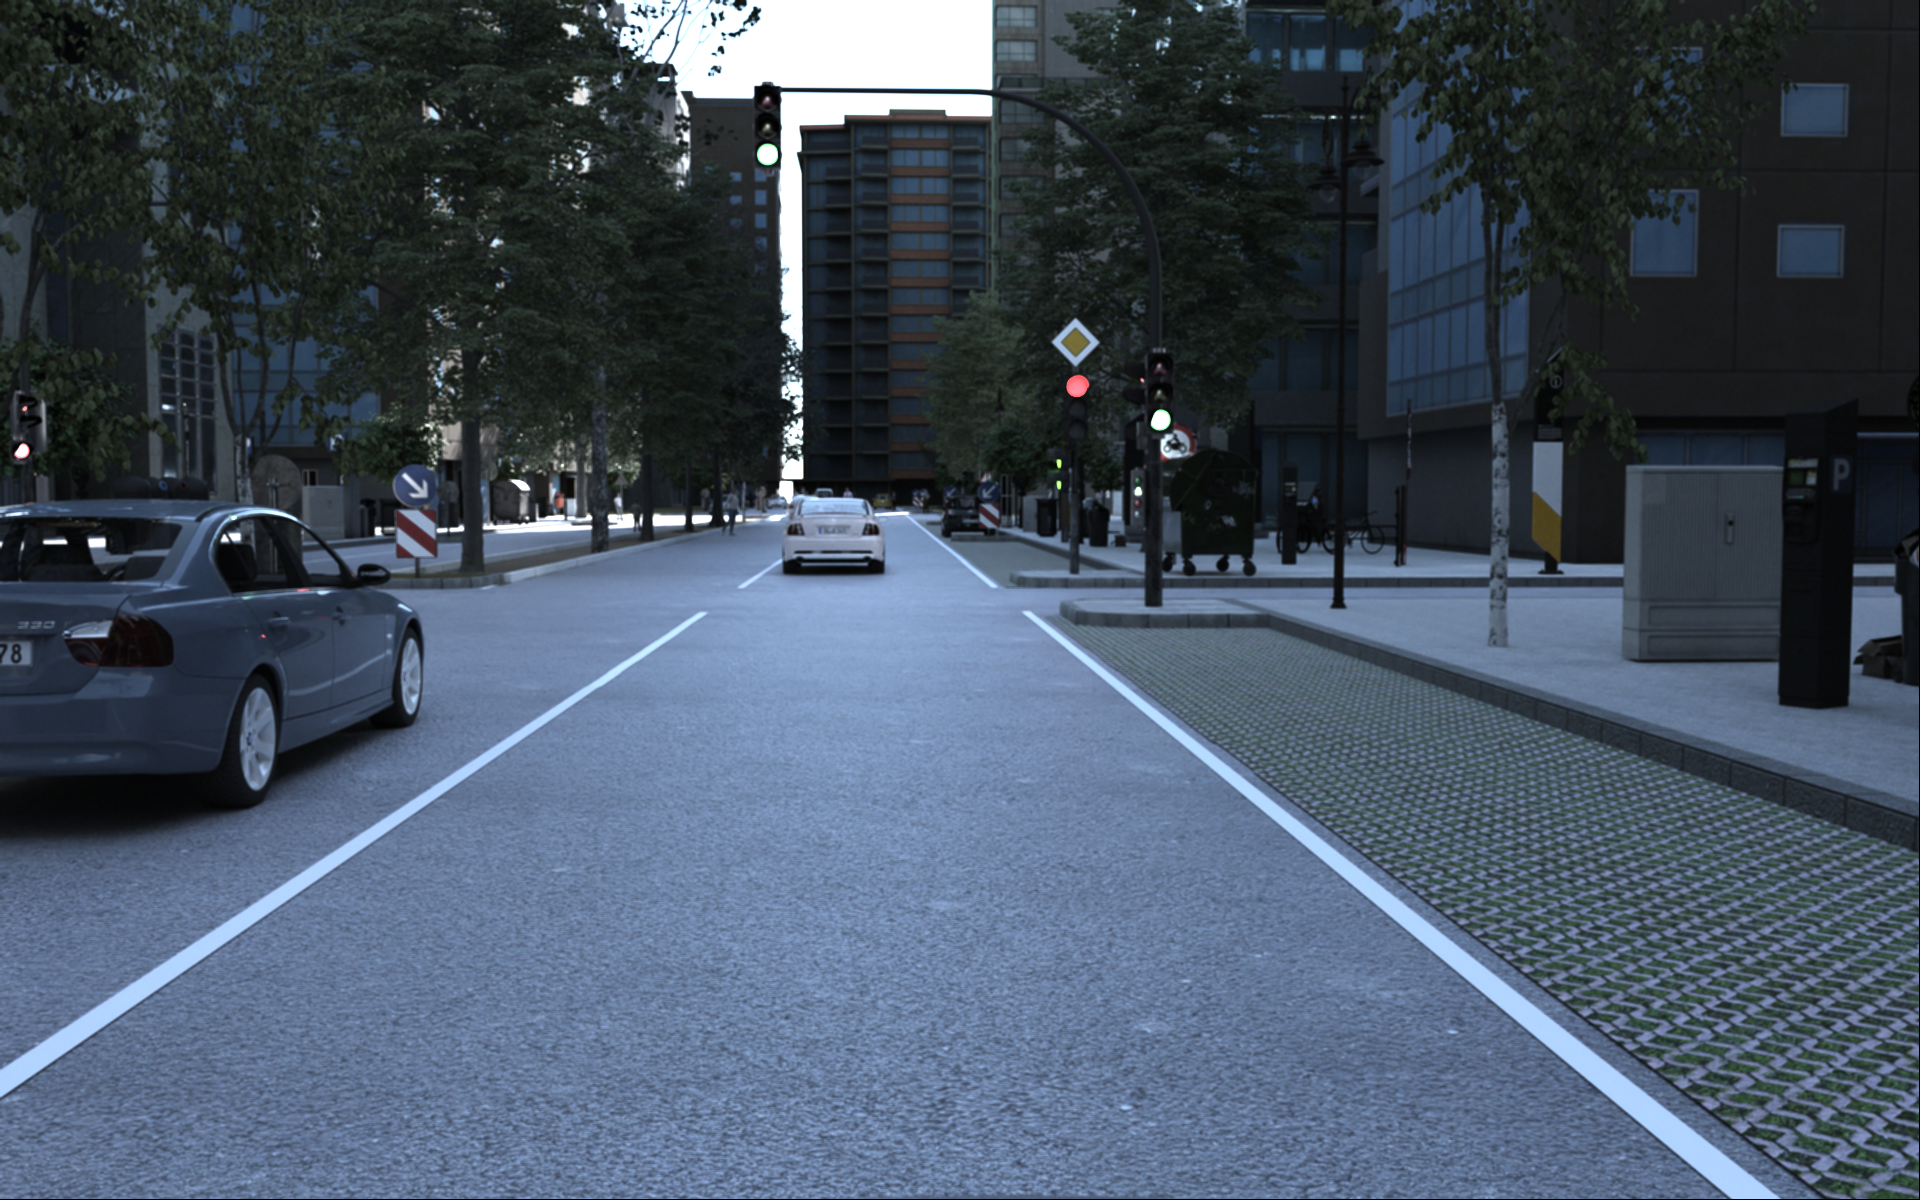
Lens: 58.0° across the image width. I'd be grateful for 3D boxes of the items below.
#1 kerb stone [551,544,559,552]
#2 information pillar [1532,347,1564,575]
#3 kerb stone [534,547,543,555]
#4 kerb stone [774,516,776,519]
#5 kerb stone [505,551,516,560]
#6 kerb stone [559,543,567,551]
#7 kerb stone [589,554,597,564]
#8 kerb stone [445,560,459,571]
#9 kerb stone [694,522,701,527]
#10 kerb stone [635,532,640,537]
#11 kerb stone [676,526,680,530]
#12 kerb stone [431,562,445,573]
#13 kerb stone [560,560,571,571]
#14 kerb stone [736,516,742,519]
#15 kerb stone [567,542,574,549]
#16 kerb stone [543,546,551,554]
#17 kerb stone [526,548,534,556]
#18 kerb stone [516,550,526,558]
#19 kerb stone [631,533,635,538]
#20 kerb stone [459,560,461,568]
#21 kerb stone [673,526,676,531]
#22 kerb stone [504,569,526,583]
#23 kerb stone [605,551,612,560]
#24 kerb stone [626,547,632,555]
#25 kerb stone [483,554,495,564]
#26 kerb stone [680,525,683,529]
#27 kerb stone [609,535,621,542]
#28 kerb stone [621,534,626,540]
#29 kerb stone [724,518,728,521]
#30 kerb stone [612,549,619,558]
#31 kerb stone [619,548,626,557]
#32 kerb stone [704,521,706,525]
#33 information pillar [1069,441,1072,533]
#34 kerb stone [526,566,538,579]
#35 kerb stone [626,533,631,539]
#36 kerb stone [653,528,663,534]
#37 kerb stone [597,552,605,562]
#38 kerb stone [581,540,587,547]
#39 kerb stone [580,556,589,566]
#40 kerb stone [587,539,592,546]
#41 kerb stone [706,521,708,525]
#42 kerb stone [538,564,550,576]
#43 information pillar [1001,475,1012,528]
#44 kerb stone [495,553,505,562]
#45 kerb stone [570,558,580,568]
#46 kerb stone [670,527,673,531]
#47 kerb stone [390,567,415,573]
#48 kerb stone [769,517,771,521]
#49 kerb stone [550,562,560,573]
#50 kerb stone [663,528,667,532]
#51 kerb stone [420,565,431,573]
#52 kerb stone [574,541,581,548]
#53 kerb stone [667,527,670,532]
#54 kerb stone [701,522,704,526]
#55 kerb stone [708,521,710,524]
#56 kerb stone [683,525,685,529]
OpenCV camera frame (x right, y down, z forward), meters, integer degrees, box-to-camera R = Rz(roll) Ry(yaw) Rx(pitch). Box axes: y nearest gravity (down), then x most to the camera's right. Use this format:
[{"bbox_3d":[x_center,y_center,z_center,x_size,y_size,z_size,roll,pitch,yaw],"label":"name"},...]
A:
[{"bbox_3d":[-10.088,-1.252,42.658,0.120,0.150,1.000,0,4,-3],"label":"kerb stone"},{"bbox_3d":[9.380,-2.217,27.596,0.504,3.616,0.183,-1,4,-12],"label":"information pillar"},{"bbox_3d":[-9.997,-1.126,40.608,0.120,0.150,1.000,0,4,-3],"label":"kerb stone"},{"bbox_3d":[-10.449,-4.511,95.953,0.120,0.150,1.000,0,4,-3],"label":"kerb stone"},{"bbox_3d":[-9.849,-0.939,37.545,0.120,0.150,1.000,0,4,-3],"label":"kerb stone"},{"bbox_3d":[-10.135,-1.314,43.680,0.120,0.150,1.000,0,4,-3],"label":"kerb stone"},{"bbox_3d":[-7.661,-0.820,35.599,0.120,0.150,1.000,0,4,-3],"label":"kerb stone"},{"bbox_3d":[-9.614,-0.626,32.423,0.120,0.150,1.000,0,4,-3],"label":"kerb stone"},{"bbox_3d":[-11.643,-3.319,76.463,0.120,0.150,1.000,0,4,-3],"label":"kerb stone"},{"bbox_3d":[-10.749,-2.126,56.989,0.120,0.150,1.000,0,4,-3],"label":"kerb stone"},{"bbox_3d":[-11.273,-2.818,68.269,0.120,0.150,1.000,0,4,-3],"label":"kerb stone"},{"bbox_3d":[-9.569,-0.563,31.402,0.120,0.150,1.000,0,4,-3],"label":"kerb stone"},{"bbox_3d":[-7.514,-0.628,32.529,0.120,0.150,1.000,0,4,-3],"label":"kerb stone"},{"bbox_3d":[-12.739,-4.759,100.003,0.120,0.150,1.000,0,4,-3],"label":"kerb stone"},{"bbox_3d":[-10.180,-1.373,44.701,0.120,0.150,1.000,0,4,-3],"label":"kerb stone"},{"bbox_3d":[-10.039,-1.189,41.632,0.120,0.150,1.000,0,4,-3],"label":"kerb stone"},{"bbox_3d":[-9.946,-1.064,39.587,0.120,0.150,1.000,0,4,-3],"label":"kerb stone"},{"bbox_3d":[-9.893,-1.001,38.567,0.120,0.150,1.000,0,4,-3],"label":"kerb stone"},{"bbox_3d":[-10.703,-2.066,55.968,0.120,0.150,1.000,0,4,-3],"label":"kerb stone"},{"bbox_3d":[-9.659,-0.688,33.448,0.120,0.150,1.000,0,4,-3],"label":"kerb stone"},{"bbox_3d":[-11.226,-2.756,67.248,0.120,0.150,1.000,0,4,-3],"label":"kerb stone"},{"bbox_3d":[-7.324,-0.381,28.431,0.120,0.150,1.000,0,4,-3],"label":"kerb stone"},{"bbox_3d":[-7.757,-0.945,37.642,0.120,0.150,1.000,0,4,-3],"label":"kerb stone"},{"bbox_3d":[-7.892,-1.129,40.706,0.120,0.150,1.000,0,4,-3],"label":"kerb stone"},{"bbox_3d":[-9.759,-0.812,35.503,0.120,0.150,1.000,0,4,-3],"label":"kerb stone"},{"bbox_3d":[-11.316,-2.880,69.291,0.120,0.150,1.000,0,4,-3],"label":"kerb stone"},{"bbox_3d":[-10.564,-1.875,52.901,0.120,0.150,1.000,0,4,-3],"label":"kerb stone"},{"bbox_3d":[-10.608,-1.941,53.924,0.120,0.150,1.000,0,4,-3],"label":"kerb stone"},{"bbox_3d":[-12.408,-4.320,92.834,0.120,0.150,1.000,0,4,-3],"label":"kerb stone"},{"bbox_3d":[-7.801,-1.006,38.663,0.120,0.150,1.000,0,4,-3],"label":"kerb stone"},{"bbox_3d":[-7.840,-1.070,39.685,0.120,0.150,1.000,0,4,-3],"label":"kerb stone"},{"bbox_3d":[-11.744,-3.444,78.512,0.120,0.150,1.000,0,4,-3],"label":"kerb stone"},{"bbox_3d":[3.524,-3.927,55.559,0.183,3.616,0.504,-1,4,-19],"label":"information pillar"},{"bbox_3d":[-7.384,-0.444,29.452,0.120,0.150,1.000,0,4,-3],"label":"kerb stone"},{"bbox_3d":[-10.659,-2.001,54.947,0.120,0.150,1.000,0,4,-3],"label":"kerb stone"},{"bbox_3d":[-11.029,-2.504,63.139,0.120,0.150,1.000,0,4,-3],"label":"kerb stone"},{"bbox_3d":[-7.703,-0.882,36.621,0.120,0.150,1.000,0,4,-3],"label":"kerb stone"},{"bbox_3d":[-10.285,-1.498,46.761,0.120,0.150,1.000,0,4,-3],"label":"kerb stone"},{"bbox_3d":[-7.608,-0.757,34.579,0.120,0.150,1.000,0,4,-3],"label":"kerb stone"},{"bbox_3d":[-10.320,-1.565,47.788,0.120,0.150,1.000,0,4,-3],"label":"kerb stone"},{"bbox_3d":[-11.789,-3.507,79.533,0.120,0.150,1.000,0,4,-3],"label":"kerb stone"},{"bbox_3d":[-7.424,-0.505,30.473,0.120,0.150,1.000,0,4,-3],"label":"kerb stone"},{"bbox_3d":[1.763,-3.733,65.534,0.304,2.012,0.304,3,5,41],"label":"information pillar"},{"bbox_3d":[-9.809,-0.876,36.524,0.120,0.150,1.000,0,4,-3],"label":"kerb stone"},{"bbox_3d":[-7.570,-0.693,33.557,0.120,0.150,1.000,0,4,-3],"label":"kerb stone"},{"bbox_3d":[-11.182,-2.693,66.219,0.120,0.150,1.000,0,4,-3],"label":"kerb stone"},{"bbox_3d":[-9.480,-0.436,29.339,0.120,0.150,1.000,0,4,-3],"label":"kerb stone"},{"bbox_3d":[-10.260,-4.261,91.861,0.120,0.150,1.000,0,4,-3],"label":"kerb stone"},{"bbox_3d":[-7.471,-0.567,31.496,0.120,0.150,1.000,0,4,-3],"label":"kerb stone"},{"bbox_3d":[-11.077,-2.564,64.163,0.120,0.150,1.000,0,4,-3],"label":"kerb stone"},{"bbox_3d":[-9.522,-0.500,30.373,0.120,0.150,1.000,0,4,-3],"label":"kerb stone"},{"bbox_3d":[-10.227,-1.439,45.728,0.120,0.150,1.000,0,4,-3],"label":"kerb stone"},{"bbox_3d":[-11.127,-2.629,65.186,0.120,0.150,1.000,0,4,-3],"label":"kerb stone"},{"bbox_3d":[-11.696,-3.382,77.486,0.120,0.150,1.000,0,4,-3],"label":"kerb stone"},{"bbox_3d":[-11.831,-3.560,80.566,0.120,0.150,1.000,0,4,-3],"label":"kerb stone"},{"bbox_3d":[-11.367,-2.936,70.323,0.120,0.150,1.000,0,4,-3],"label":"kerb stone"}]
